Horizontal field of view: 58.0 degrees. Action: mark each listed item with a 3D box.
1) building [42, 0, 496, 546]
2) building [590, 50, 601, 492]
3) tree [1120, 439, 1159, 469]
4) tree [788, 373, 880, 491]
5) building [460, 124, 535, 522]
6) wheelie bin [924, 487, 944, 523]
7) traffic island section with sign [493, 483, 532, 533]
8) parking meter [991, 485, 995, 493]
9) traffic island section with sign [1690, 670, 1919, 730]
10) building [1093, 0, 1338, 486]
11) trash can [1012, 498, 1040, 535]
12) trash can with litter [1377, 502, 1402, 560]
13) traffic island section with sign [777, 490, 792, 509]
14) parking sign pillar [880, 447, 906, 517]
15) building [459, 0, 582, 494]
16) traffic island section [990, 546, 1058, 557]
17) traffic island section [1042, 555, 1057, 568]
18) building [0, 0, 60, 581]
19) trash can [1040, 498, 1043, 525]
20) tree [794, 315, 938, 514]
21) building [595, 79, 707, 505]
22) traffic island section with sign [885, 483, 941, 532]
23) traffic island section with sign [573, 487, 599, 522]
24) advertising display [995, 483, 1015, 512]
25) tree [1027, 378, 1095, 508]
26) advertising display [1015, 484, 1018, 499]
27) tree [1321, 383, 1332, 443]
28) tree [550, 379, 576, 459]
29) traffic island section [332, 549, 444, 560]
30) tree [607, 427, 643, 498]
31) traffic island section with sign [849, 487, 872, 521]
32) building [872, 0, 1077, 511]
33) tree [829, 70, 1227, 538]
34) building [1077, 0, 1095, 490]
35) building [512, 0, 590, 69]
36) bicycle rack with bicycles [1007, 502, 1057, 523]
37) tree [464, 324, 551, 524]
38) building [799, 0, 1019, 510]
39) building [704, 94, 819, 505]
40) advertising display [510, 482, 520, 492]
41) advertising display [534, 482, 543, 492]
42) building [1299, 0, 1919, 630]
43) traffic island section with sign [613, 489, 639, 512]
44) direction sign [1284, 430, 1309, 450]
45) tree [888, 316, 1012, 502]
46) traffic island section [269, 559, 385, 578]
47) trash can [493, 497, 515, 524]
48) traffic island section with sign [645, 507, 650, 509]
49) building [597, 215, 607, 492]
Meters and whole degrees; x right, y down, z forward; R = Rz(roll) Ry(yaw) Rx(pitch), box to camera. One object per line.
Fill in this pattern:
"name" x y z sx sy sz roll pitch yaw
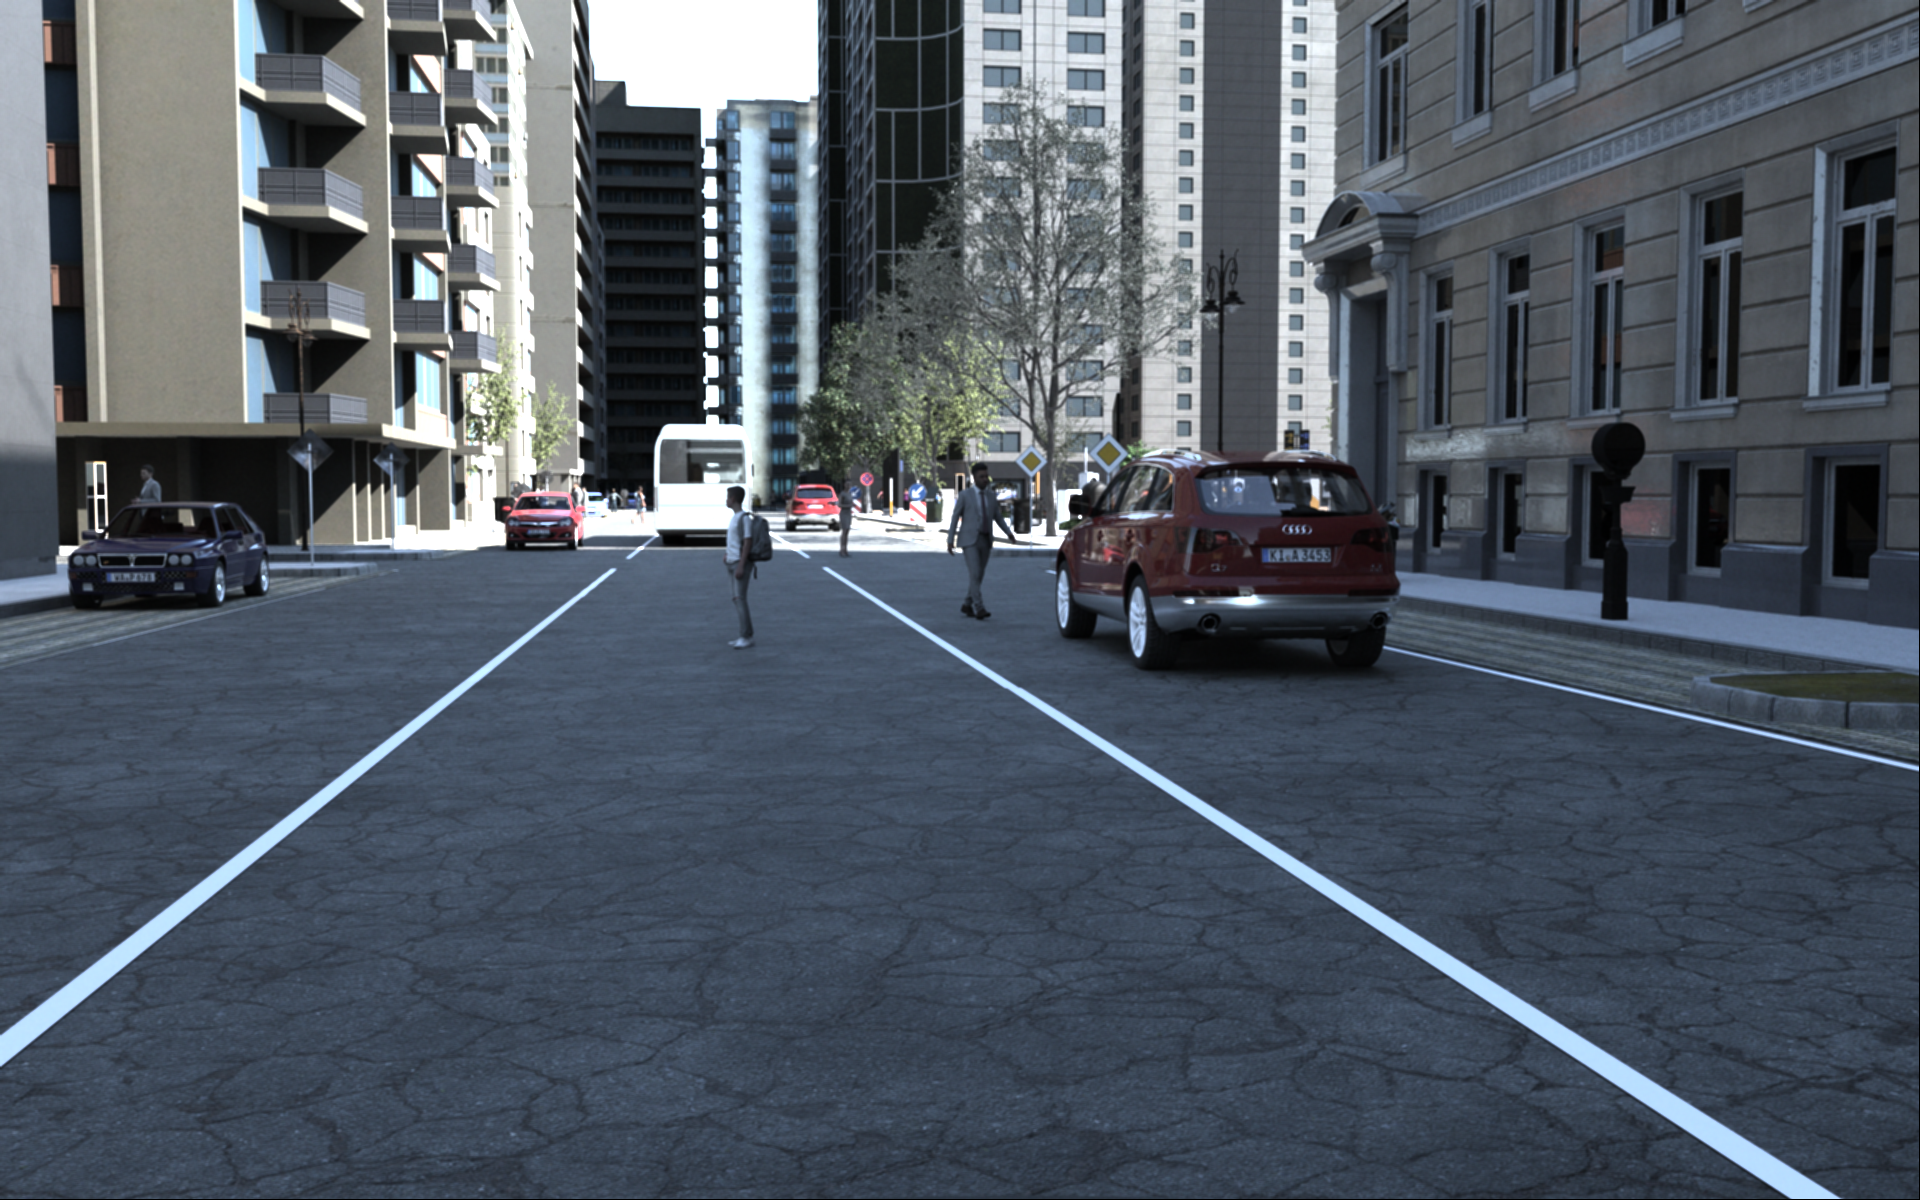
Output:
"building" -26.784 -24.420 53.894 22.147 44.769 28.867 -1 4 -8
"building" -41.795 -31.433 164.036 14.600 45.320 14.200 -1 4 -8
"tree" 10.741 -7.333 103.602 4.285 4.588 4.351 0 3 0
"tree" -7.863 -11.591 123.930 8.767 10.594 7.601 -1 4 -15
"building" -37.836 -14.995 90.207 27.650 21.520 28.899 -1 4 -8
"wheelie bin" -1.145 -4.164 75.985 0.980 1.594 0.693 3 5 41
"traffic island section with sign" -16.022 -3.361 63.588 1.989 1.847 2.006 -1 4 -8
"parking meter" 2.202 -6.446 111.108 0.399 1.863 0.255 3 5 43
"traffic island section with sign" 5.996 -0.169 11.395 1.989 1.847 2.006 -1 4 -8
"building" 27.016 -45.658 184.765 20.611 71.187 20.563 -1 4 -8
"trash can" 1.987 -2.649 54.959 0.748 1.137 0.748 0 3 0
"trash can with litter" 5.912 -0.858 25.417 1.055 1.170 0.624 0 4 7
"traffic island section with sign" -16.893 -9.846 169.612 1.989 1.847 2.006 -1 4 -8
"parking sign pillar" -3.825 -6.750 98.830 1.447 3.967 1.447 3 5 44
"building" -43.821 -26.339 122.517 32.217 40.220 23.993 -1 4 -8
"traffic island section" 1.726 -1.143 40.968 2.009 0.180 2.903 -1 4 -8
"traffic island section" 2.870 -0.660 33.065 2.009 0.180 2.903 -1 4 -8
"building" -25.499 -13.853 19.996 24.014 27.812 14.314 -1 4 -8
"trash can" 2.898 -3.421 67.583 0.748 1.137 0.748 0 3 0
"tree" -6.123 -11.881 111.258 9.611 12.733 9.660 0 3 0
"building" -41.203 -35.645 206.495 21.600 48.544 21.300 -1 4 -8
"traffic island section with sign" -1.797 -3.467 65.315 1.989 1.847 2.006 -1 4 -8
"traffic island section with sign" -19.891 -4.993 90.265 1.989 1.847 2.006 -1 4 -8
"advertising display" 2.483 -5.654 97.650 0.974 1.923 0.123 1 4 12
"tree" 6.048 -9.643 108.028 4.360 8.622 3.978 0 3 0
"advertising display" 3.233 -6.490 111.320 0.974 1.923 0.123 1 4 21
"tree" 20.487 -8.357 86.997 4.737 8.622 4.395 0 3 0
"tree" -26.592 -9.780 110.258 4.737 8.622 4.395 0 3 0
"traffic island section" -12.765 -1.015 38.884 2.009 0.180 2.903 -1 4 -8
"tree" -36.806 -14.637 189.676 4.360 8.622 3.978 0 3 0
"traffic island section with sign" -5.774 -5.150 92.830 1.989 1.847 2.006 -1 4 -8
"building" -1.677 -44.113 159.502 20.563 71.187 20.611 -1 4 -8
"tree" 2.556 -8.610 51.138 12.009 13.543 11.850 0 3 0
"building" 0.588 -42.830 138.515 20.563 71.187 20.611 -1 4 -8
"building" -42.417 -31.912 145.456 21.300 48.544 21.600 -1 4 -8
"bicycle rack with bicycles" 3.561 -3.938 77.768 2.852 0.926 2.925 3 4 38
"tree" -20.436 -7.612 74.820 4.737 8.622 4.395 0 3 0
"building" -6.096 -45.346 179.651 20.563 71.187 20.611 -1 4 -8
"building" -15.501 -36.146 210.603 30.456 49.044 23.786 -1 4 -8
"advertising display" -23.655 -5.318 92.164 0.123 1.923 0.974 -3 4 -38
"advertising display" -21.934 -5.194 90.139 0.123 1.923 0.974 0 4 6
"building" 14.313 -14.479 22.642 13.634 28.700 20.117 -1 4 -8
"traffic island section with sign" -27.169 -8.075 140.648 1.989 1.847 2.006 -1 4 -8
"direction sign" 11.903 -4.238 61.296 0.876 3.537 0.379 1 4 19
"tree" 0.317 -7.287 69.500 4.737 8.622 4.395 0 3 0
"traffic island section" -11.621 -0.532 30.981 2.009 0.180 2.903 -1 4 -8
"trash can" -21.438 -4.233 80.862 0.748 1.137 0.748 0 3 0
"traffic island section with sign" -31.060 -9.717 167.507 1.989 1.847 2.006 -1 4 -8
"building" -43.775 -24.888 178.625 14.107 30.474 14.160 -1 4 -8
